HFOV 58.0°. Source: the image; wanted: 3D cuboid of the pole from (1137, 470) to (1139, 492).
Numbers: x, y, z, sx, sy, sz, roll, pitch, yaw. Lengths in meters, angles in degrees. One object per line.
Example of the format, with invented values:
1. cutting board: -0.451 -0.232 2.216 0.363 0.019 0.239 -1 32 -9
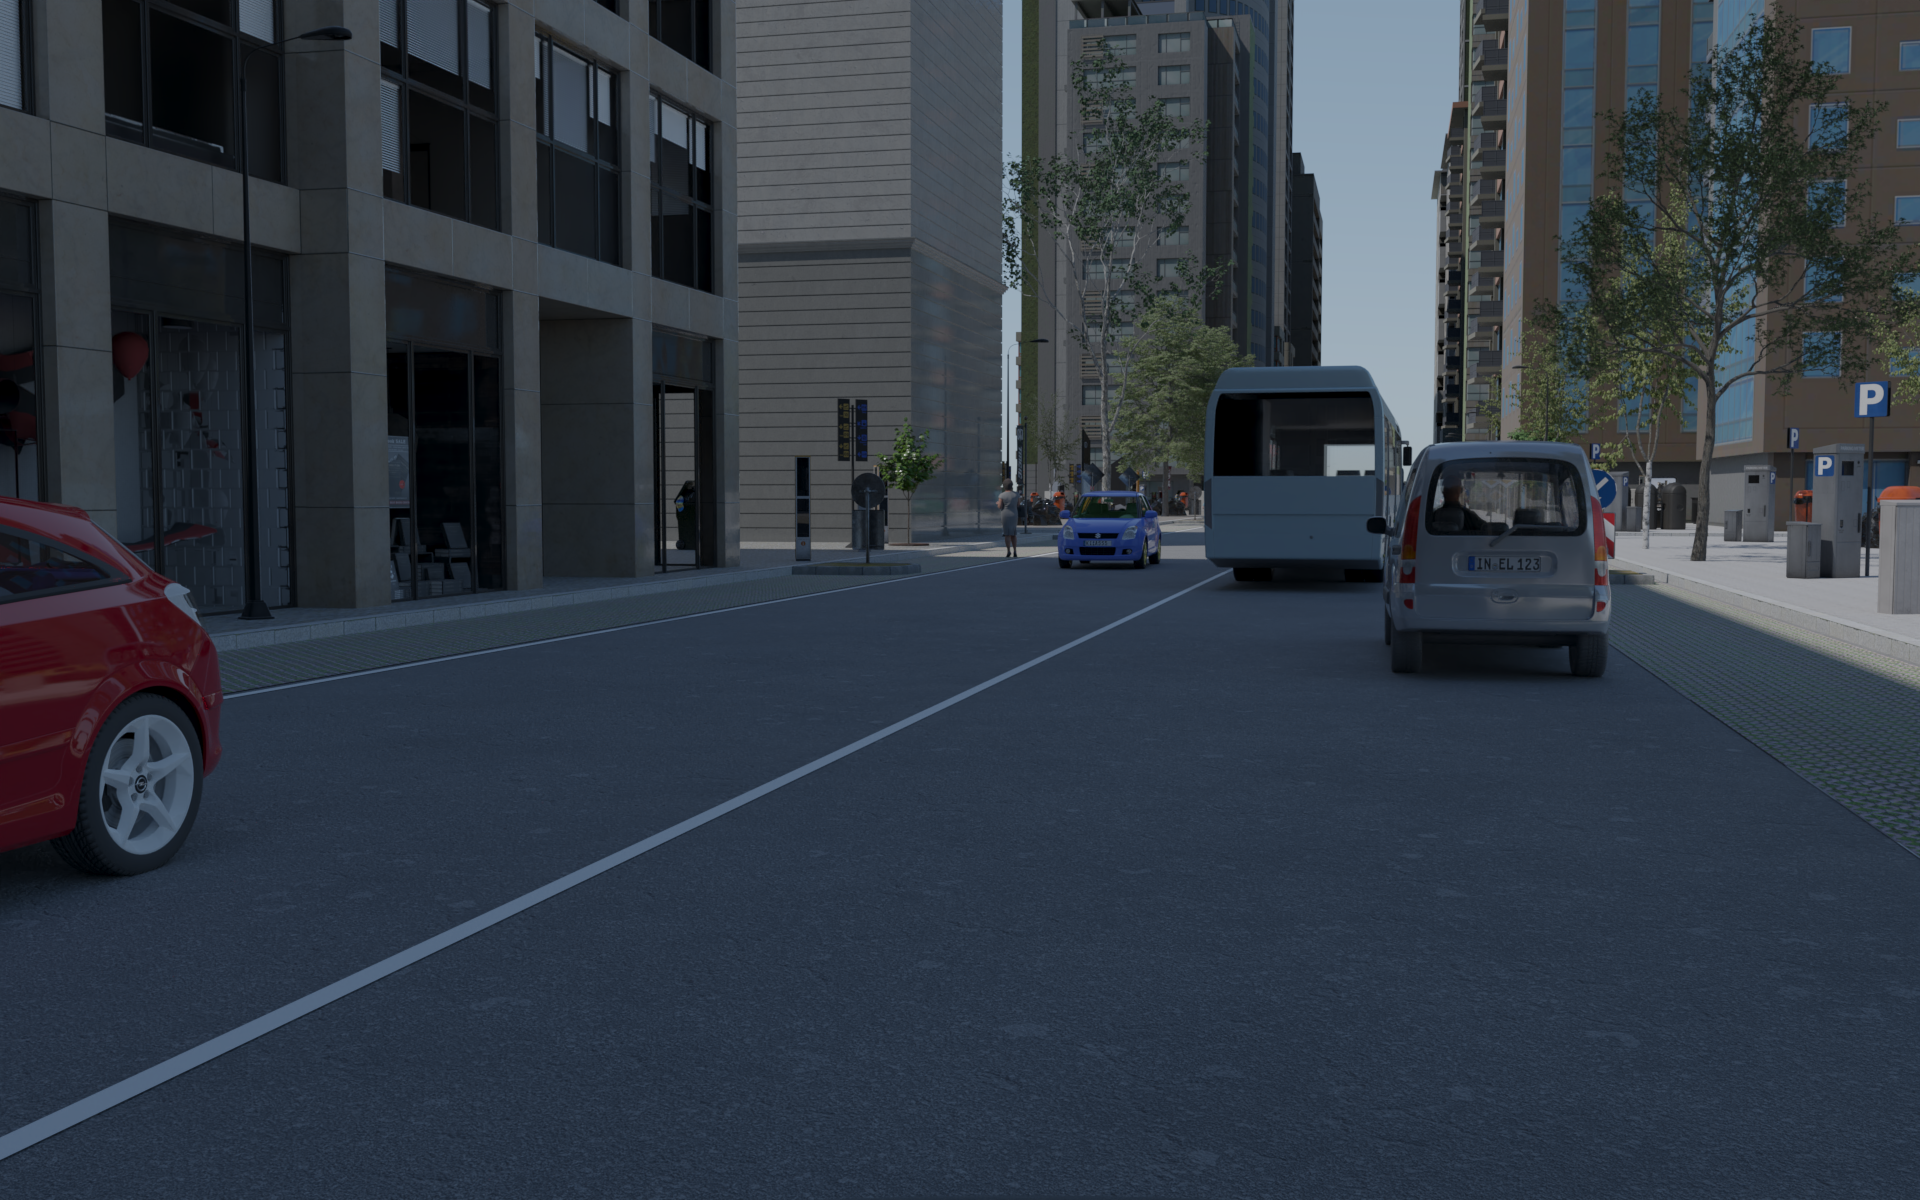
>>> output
1. pole: 12.232 -7.659 119.069 0.158 3.312 0.155 0 3 0

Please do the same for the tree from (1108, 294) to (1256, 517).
1. tree: 12.125 -11.019 98.291 7.486 12.596 7.792 0 3 0

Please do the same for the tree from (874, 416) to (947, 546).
1. tree: -1.398 -2.963 43.046 1.663 3.219 1.824 0 3 0

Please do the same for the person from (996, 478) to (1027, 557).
1. person: 1.161 -1.848 39.076 0.716 1.782 0.532 -1 4 -20

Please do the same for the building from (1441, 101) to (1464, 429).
1. building: 64.392 -32.681 188.963 22.147 44.769 28.867 1 4 14

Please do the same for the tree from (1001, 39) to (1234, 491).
1. tree: 5.515 -13.409 75.133 12.611 20.169 13.585 0 3 0

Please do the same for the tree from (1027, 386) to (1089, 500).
1. tree: 6.413 -10.291 118.617 4.360 8.622 3.978 0 3 0

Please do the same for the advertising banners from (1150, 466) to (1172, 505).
1. advertising banners: 12.459 -6.789 107.190 2.074 3.025 0.090 -3 5 -45

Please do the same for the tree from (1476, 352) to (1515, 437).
1. tree: 23.425 -7.214 68.305 4.737 8.622 4.395 0 3 0

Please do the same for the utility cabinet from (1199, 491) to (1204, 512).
1. utility cabinet: 17.805 -7.139 125.401 0.318 1.500 1.173 -3 5 -39

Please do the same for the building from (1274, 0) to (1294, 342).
1. building: 35.481 -48.374 229.166 20.563 71.187 20.611 1 4 14

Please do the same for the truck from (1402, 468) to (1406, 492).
1. truck: 42.859 -11.093 171.123 2.967 4.110 18.799 1 4 12

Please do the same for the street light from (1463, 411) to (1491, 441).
1. street light: 29.170 -7.626 97.223 1.470 5.913 1.316 1 4 14

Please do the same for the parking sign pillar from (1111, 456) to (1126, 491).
1. parking sign pillar: 10.503 -7.836 116.583 1.447 3.967 1.447 0 4 0

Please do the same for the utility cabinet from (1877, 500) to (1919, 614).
1. utility cabinet: 10.426 -0.454 18.584 1.020 1.237 0.306 0 4 -5

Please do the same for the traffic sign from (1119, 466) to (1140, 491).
1. traffic sign: 6.149 -3.627 62.940 0.795 2.450 0.064 1 4 14

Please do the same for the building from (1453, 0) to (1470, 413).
1. building: 71.709 -47.821 220.117 20.563 71.187 20.611 1 4 14

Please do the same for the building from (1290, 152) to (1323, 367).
1. building: 40.492 -38.325 250.321 21.300 48.544 21.600 1 4 14

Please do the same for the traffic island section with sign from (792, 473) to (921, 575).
1. traffic island section with sign: -1.780 -1.386 31.290 1.989 1.847 2.006 1 4 14

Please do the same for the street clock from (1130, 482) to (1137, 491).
1. street clock: 8.982 -5.214 89.823 0.358 2.002 0.471 -1 4 -13

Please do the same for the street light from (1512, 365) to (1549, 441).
1. street light: 20.600 -5.503 62.511 1.470 5.913 1.316 1 4 14

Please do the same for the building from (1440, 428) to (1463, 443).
1. building: 56.534 -51.736 158.548 22.319 86.520 31.000 1 4 14

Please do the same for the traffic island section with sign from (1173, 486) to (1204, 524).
1. traffic island section with sign: 11.487 -4.637 84.447 1.989 1.847 2.006 1 4 14

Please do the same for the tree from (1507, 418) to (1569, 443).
1. tree: 24.585 -5.507 73.748 4.285 4.588 4.351 0 3 0

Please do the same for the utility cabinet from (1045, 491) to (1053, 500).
1. utility cabinet: 6.858 -7.384 129.407 0.318 1.500 1.173 -3 5 -44

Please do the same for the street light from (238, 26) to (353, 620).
1. street light: -6.708 -2.749 17.483 1.470 5.913 1.316 1 4 14

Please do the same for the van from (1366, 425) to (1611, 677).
1. van: 4.570 -0.493 15.072 2.013 2.044 4.112 1 4 13

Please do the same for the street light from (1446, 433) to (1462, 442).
1. street light: 39.336 -10.114 137.907 1.470 5.913 1.316 1 4 14

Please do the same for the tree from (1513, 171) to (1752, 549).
1. tree: 16.134 -5.505 40.369 4.737 8.622 4.395 0 3 0

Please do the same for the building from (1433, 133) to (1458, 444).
1. building: 82.222 -39.974 242.808 28.713 52.752 27.495 1 4 14

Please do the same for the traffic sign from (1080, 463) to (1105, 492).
1. traffic sign: 4.216 -3.153 55.191 0.795 2.450 0.064 1 4 14

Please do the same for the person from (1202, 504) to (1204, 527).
1. person: 10.693 -4.025 74.174 0.638 1.841 0.748 -2 4 -32

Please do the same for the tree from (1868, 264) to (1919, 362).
1. tree: 25.782 -5.762 44.564 4.737 8.622 4.395 0 3 0

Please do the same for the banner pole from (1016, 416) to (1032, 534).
1. banner pole: 2.001 -4.007 55.539 0.401 3.779 0.863 2 4 30

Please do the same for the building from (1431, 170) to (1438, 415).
1. building: 88.093 -41.614 269.630 28.713 52.752 27.495 1 4 14

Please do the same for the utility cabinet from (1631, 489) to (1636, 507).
1. utility cabinet: 28.931 -4.041 74.749 1.173 1.500 0.318 2 4 34

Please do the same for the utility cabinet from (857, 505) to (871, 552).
1. utility cabinet: -2.164 -1.692 38.831 0.306 1.237 1.020 0 4 -5

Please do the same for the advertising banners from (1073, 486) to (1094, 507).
1. advertising banners: 8.181 -7.216 114.161 0.090 3.025 2.074 -3 5 -41

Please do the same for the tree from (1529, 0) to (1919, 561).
1. tree: 14.476 -6.015 32.761 7.601 10.594 8.767 1 4 18

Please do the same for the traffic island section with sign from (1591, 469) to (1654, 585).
1. traffic island section with sign: 10.169 -1.204 28.310 1.989 1.847 2.006 1 4 14

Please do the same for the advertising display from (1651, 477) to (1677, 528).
1. advertising display: 26.298 -3.648 64.851 0.974 1.923 0.123 2 4 29

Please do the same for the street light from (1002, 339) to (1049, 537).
1. street light: 1.970 -4.861 52.021 1.470 5.913 1.316 1 4 14
